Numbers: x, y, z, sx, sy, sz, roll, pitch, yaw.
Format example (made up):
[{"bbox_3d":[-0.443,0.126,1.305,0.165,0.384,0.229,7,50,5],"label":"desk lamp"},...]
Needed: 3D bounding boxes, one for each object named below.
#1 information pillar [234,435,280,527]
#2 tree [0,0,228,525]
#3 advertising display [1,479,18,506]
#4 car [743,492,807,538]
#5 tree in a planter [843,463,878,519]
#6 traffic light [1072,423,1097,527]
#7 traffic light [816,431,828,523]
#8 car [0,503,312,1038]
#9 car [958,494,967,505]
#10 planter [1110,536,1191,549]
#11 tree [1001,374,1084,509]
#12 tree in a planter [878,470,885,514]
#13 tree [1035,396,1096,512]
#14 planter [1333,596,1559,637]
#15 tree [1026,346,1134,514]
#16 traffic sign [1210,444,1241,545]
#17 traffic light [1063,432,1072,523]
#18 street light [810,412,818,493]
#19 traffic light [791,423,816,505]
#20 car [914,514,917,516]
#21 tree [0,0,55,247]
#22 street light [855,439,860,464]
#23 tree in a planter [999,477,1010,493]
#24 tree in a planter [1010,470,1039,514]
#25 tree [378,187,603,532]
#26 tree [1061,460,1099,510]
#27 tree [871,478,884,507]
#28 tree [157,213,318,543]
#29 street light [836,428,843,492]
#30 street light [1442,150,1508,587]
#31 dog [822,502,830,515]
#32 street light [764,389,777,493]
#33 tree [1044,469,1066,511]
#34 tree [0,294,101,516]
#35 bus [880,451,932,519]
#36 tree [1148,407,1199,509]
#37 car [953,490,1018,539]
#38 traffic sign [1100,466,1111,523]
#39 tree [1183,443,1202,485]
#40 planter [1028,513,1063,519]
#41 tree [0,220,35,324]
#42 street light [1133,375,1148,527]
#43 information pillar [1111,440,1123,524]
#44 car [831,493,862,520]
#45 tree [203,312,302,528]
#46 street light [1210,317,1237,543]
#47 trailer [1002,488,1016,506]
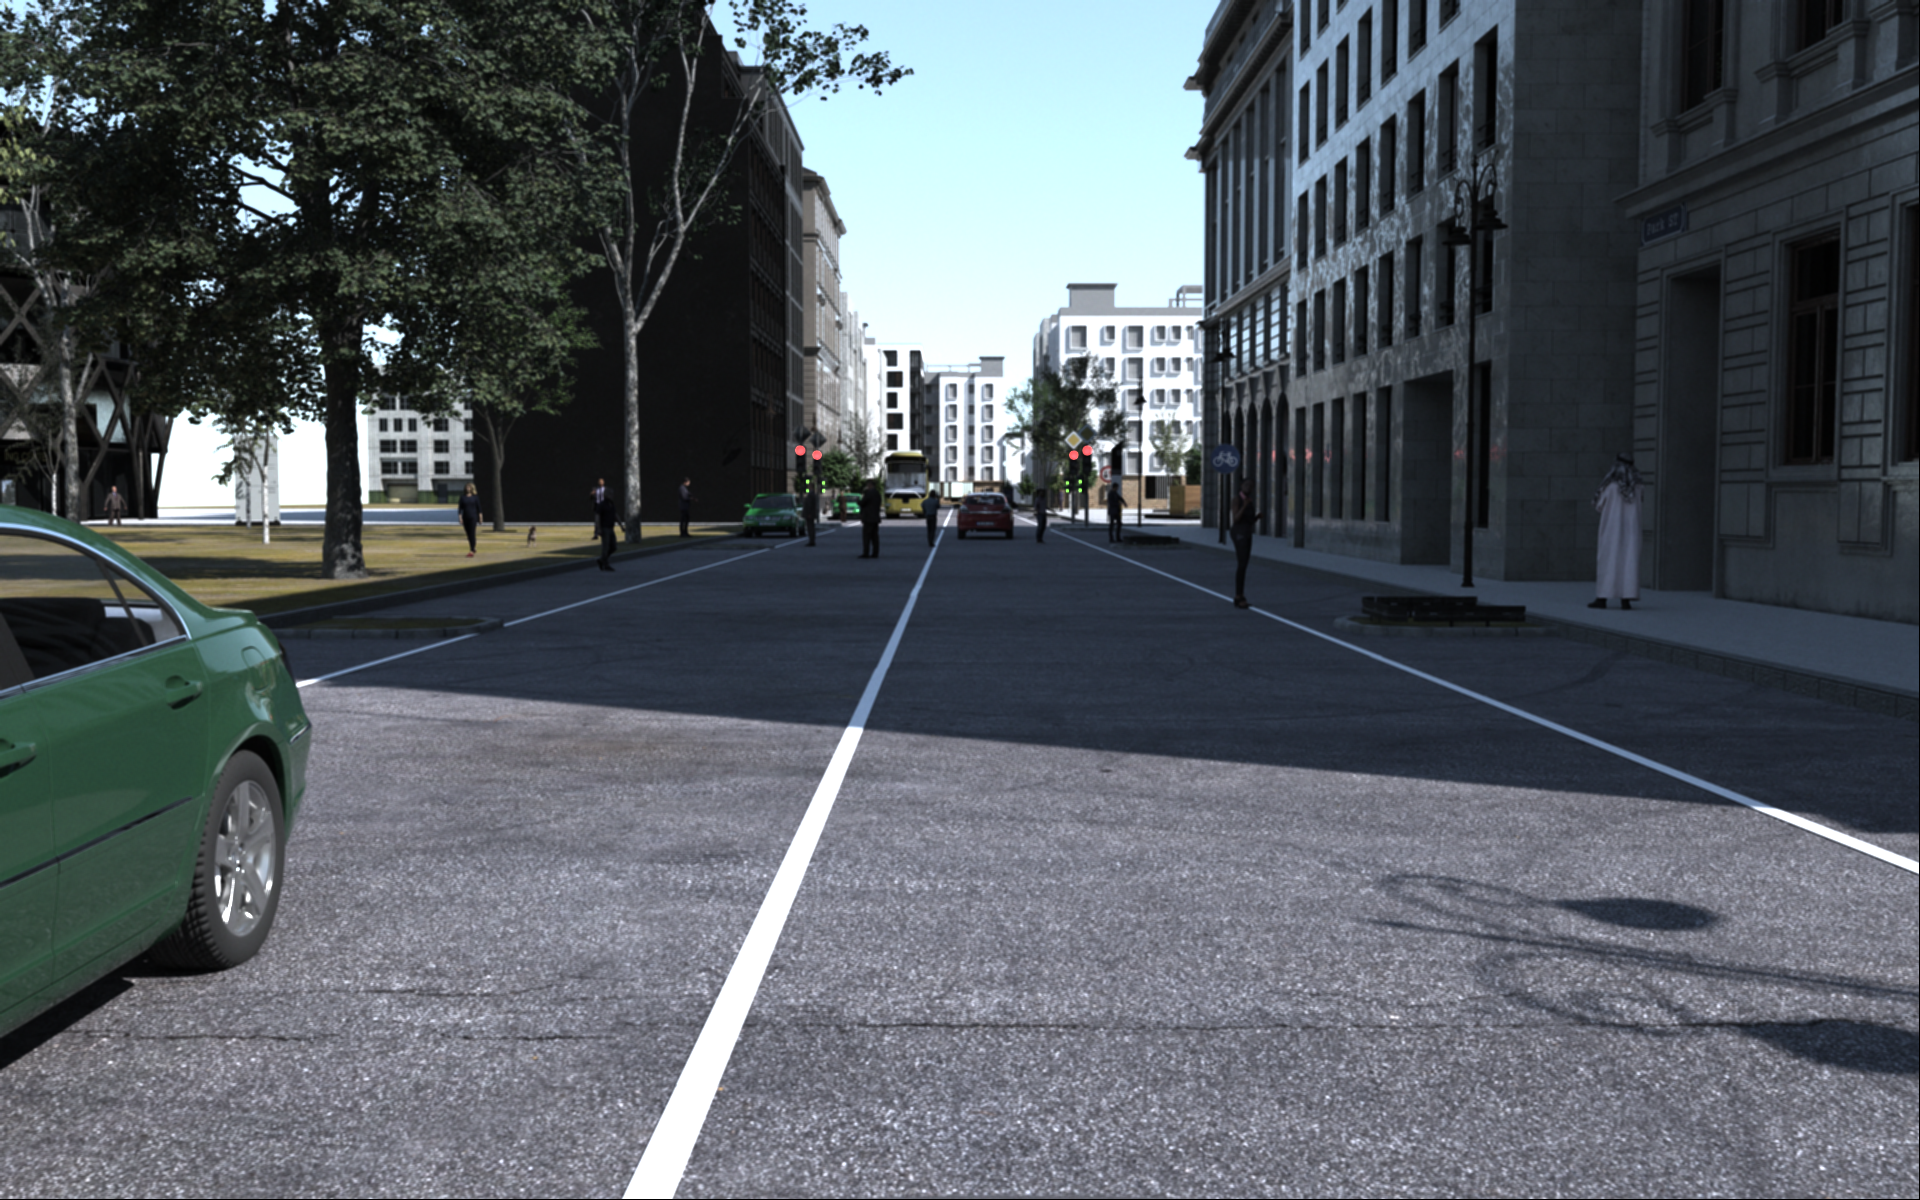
[{"bbox_3d":[-27.886,-4.733,68.694,1.656,3.620,0.184,-1,4,-18],"label":"information pillar"},{"bbox_3d":[-28.458,-12.023,52.466,12.611,20.169,13.585,0,3,0],"label":"tree"},{"bbox_3d":[-41.183,-4.272,75.066,0.974,1.923,0.123,2,4,27],"label":"advertising display"},{"bbox_3d":[-6.176,-3.013,58.051,1.959,1.807,4.718,0,4,1],"label":"car"},{"bbox_3d":[-5.944,-6.321,100.575,1.991,3.239,1.994,0,3,0],"label":"tree in a planter"},{"bbox_3d":[4.952,-4.811,67.903,0.839,4.213,0.868,0,3,0],"label":"traffic light"},{"bbox_3d":[-6.214,-5.298,75.864,0.839,4.213,0.868,0,3,0],"label":"traffic light"},{"bbox_3d":[-3.047,0.482,3.915,2.131,1.459,4.920,0,4,-1],"label":"car"},{"bbox_3d":[0.860,-7.521,133.199,2.015,1.641,3.980,0,4,2],"label":"car"},{"bbox_3d":[5.008,-1.514,45.889,1.991,0.319,1.994,0,3,0],"label":"planter"},{"bbox_3d":[7.475,-13.653,148.987,9.928,11.665,9.643,0,3,0],"label":"tree"},{"bbox_3d":[-5.970,-7.969,127.519,1.991,3.239,1.994,0,3,0],"label":"tree in a planter"},{"bbox_3d":[7.528,-10.490,121.870,4.737,8.622,4.395,0,3,0],"label":"tree"},{"bbox_3d":[5.034,0.170,18.354,1.991,0.319,1.994,0,3,0],"label":"planter"},{"bbox_3d":[7.619,-10.649,108.525,7.601,10.594,8.767,-2,4,-31],"label":"tree"},{"bbox_3d":[6.698,-2.671,43.784,0.768,2.556,0.104,0,4,8],"label":"traffic sign"},{"bbox_3d":[4.947,-5.299,75.888,0.839,4.213,0.868,0,3,0],"label":"traffic light"},{"bbox_3d":[-8.206,-7.644,97.774,0.468,5.910,1.993,0,3,0],"label":"street light"},{"bbox_3d":[-6.209,-4.809,67.879,0.839,4.213,0.868,0,3,0],"label":"traffic light"},{"bbox_3d":[-3.555,-6.185,113.707,1.945,1.354,3.894,0,4,1],"label":"car"},{"bbox_3d":[-11.249,-4.041,16.426,4.737,8.622,4.395,0,3,0],"label":"tree"},{"bbox_3d":[-8.402,-10.383,142.546,0.468,5.910,1.993,0,3,0],"label":"street light"},{"bbox_3d":[4.906,-11.075,178.292,1.991,3.239,1.994,0,3,0],"label":"tree in a planter"},{"bbox_3d":[4.943,-8.005,128.100,1.991,3.239,1.994,0,3,0],"label":"tree in a planter"},{"bbox_3d":[-15.713,-8.117,58.461,9.928,11.665,9.643,0,3,0],"label":"tree"},{"bbox_3d":[9.843,-9.640,141.327,4.285,4.588,4.351,0,3,0],"label":"tree"},{"bbox_3d":[-8.789,-11.242,178.407,1.663,3.219,1.824,0,3,0],"label":"tree"},{"bbox_3d":[-18.281,-5.773,44.750,4.360,8.622,3.978,0,3,0],"label":"tree"},{"bbox_3d":[-8.280,-8.973,119.502,0.468,5.910,1.993,0,3,0],"label":"street light"},{"bbox_3d":[7.018,-3.118,23.768,0.468,5.910,1.993,0,3,0],"label":"street light"},{"bbox_3d":[-8.338,-5.720,107.900,0.513,0.831,0.800,0,4,-4],"label":"dog"},{"bbox_3d":[-8.301,-6.319,76.105,0.468,5.910,1.993,0,3,0],"label":"street light"},{"bbox_3d":[7.427,-8.369,131.431,1.663,3.219,1.824,0,3,0],"label":"tree"},{"bbox_3d":[-33.547,-6.930,63.661,4.360,8.622,3.978,0,3,0],"label":"tree"},{"bbox_3d":[-3.108,-6.798,102.690,2.896,3.916,12.252,0,4,-1],"label":"bus"},{"bbox_3d":[17.852,-11.991,146.417,4.737,8.622,4.395,0,3,0],"label":"tree"},{"bbox_3d":[0.834,-2.901,56.465,2.155,1.783,4.494,0,4,1],"label":"car"},{"bbox_3d":[6.664,-4.757,77.880,0.768,2.556,0.104,0,4,8],"label":"traffic sign"},{"bbox_3d":[14.430,-7.120,100.131,4.285,4.588,4.351,0,3,0],"label":"tree"},{"bbox_3d":[4.958,-4.899,101.246,1.991,0.319,1.994,0,3,0],"label":"planter"},{"bbox_3d":[-25.726,-6.449,39.862,7.601,10.594,8.767,0,4,-6],"label":"tree"},{"bbox_3d":[7.018,-5.795,67.539,0.468,5.910,1.993,0,3,0],"label":"street light"},{"bbox_3d":[6.795,-5.120,75.066,0.504,3.616,0.183,0,4,-3],"label":"information pillar"},{"bbox_3d":[-6.175,-5.368,96.565,1.959,1.807,4.718,0,4,-1],"label":"car"},{"bbox_3d":[-26.567,-6.992,64.677,4.737,8.622,4.395,0,3,0],"label":"tree"},{"bbox_3d":[6.888,-4.443,45.436,0.468,5.910,1.993,0,3,0],"label":"street light"},{"bbox_3d":[4.742,-10.148,172.973,1.471,1.999,3.904,0,4,-1],"label":"trailer"}]
